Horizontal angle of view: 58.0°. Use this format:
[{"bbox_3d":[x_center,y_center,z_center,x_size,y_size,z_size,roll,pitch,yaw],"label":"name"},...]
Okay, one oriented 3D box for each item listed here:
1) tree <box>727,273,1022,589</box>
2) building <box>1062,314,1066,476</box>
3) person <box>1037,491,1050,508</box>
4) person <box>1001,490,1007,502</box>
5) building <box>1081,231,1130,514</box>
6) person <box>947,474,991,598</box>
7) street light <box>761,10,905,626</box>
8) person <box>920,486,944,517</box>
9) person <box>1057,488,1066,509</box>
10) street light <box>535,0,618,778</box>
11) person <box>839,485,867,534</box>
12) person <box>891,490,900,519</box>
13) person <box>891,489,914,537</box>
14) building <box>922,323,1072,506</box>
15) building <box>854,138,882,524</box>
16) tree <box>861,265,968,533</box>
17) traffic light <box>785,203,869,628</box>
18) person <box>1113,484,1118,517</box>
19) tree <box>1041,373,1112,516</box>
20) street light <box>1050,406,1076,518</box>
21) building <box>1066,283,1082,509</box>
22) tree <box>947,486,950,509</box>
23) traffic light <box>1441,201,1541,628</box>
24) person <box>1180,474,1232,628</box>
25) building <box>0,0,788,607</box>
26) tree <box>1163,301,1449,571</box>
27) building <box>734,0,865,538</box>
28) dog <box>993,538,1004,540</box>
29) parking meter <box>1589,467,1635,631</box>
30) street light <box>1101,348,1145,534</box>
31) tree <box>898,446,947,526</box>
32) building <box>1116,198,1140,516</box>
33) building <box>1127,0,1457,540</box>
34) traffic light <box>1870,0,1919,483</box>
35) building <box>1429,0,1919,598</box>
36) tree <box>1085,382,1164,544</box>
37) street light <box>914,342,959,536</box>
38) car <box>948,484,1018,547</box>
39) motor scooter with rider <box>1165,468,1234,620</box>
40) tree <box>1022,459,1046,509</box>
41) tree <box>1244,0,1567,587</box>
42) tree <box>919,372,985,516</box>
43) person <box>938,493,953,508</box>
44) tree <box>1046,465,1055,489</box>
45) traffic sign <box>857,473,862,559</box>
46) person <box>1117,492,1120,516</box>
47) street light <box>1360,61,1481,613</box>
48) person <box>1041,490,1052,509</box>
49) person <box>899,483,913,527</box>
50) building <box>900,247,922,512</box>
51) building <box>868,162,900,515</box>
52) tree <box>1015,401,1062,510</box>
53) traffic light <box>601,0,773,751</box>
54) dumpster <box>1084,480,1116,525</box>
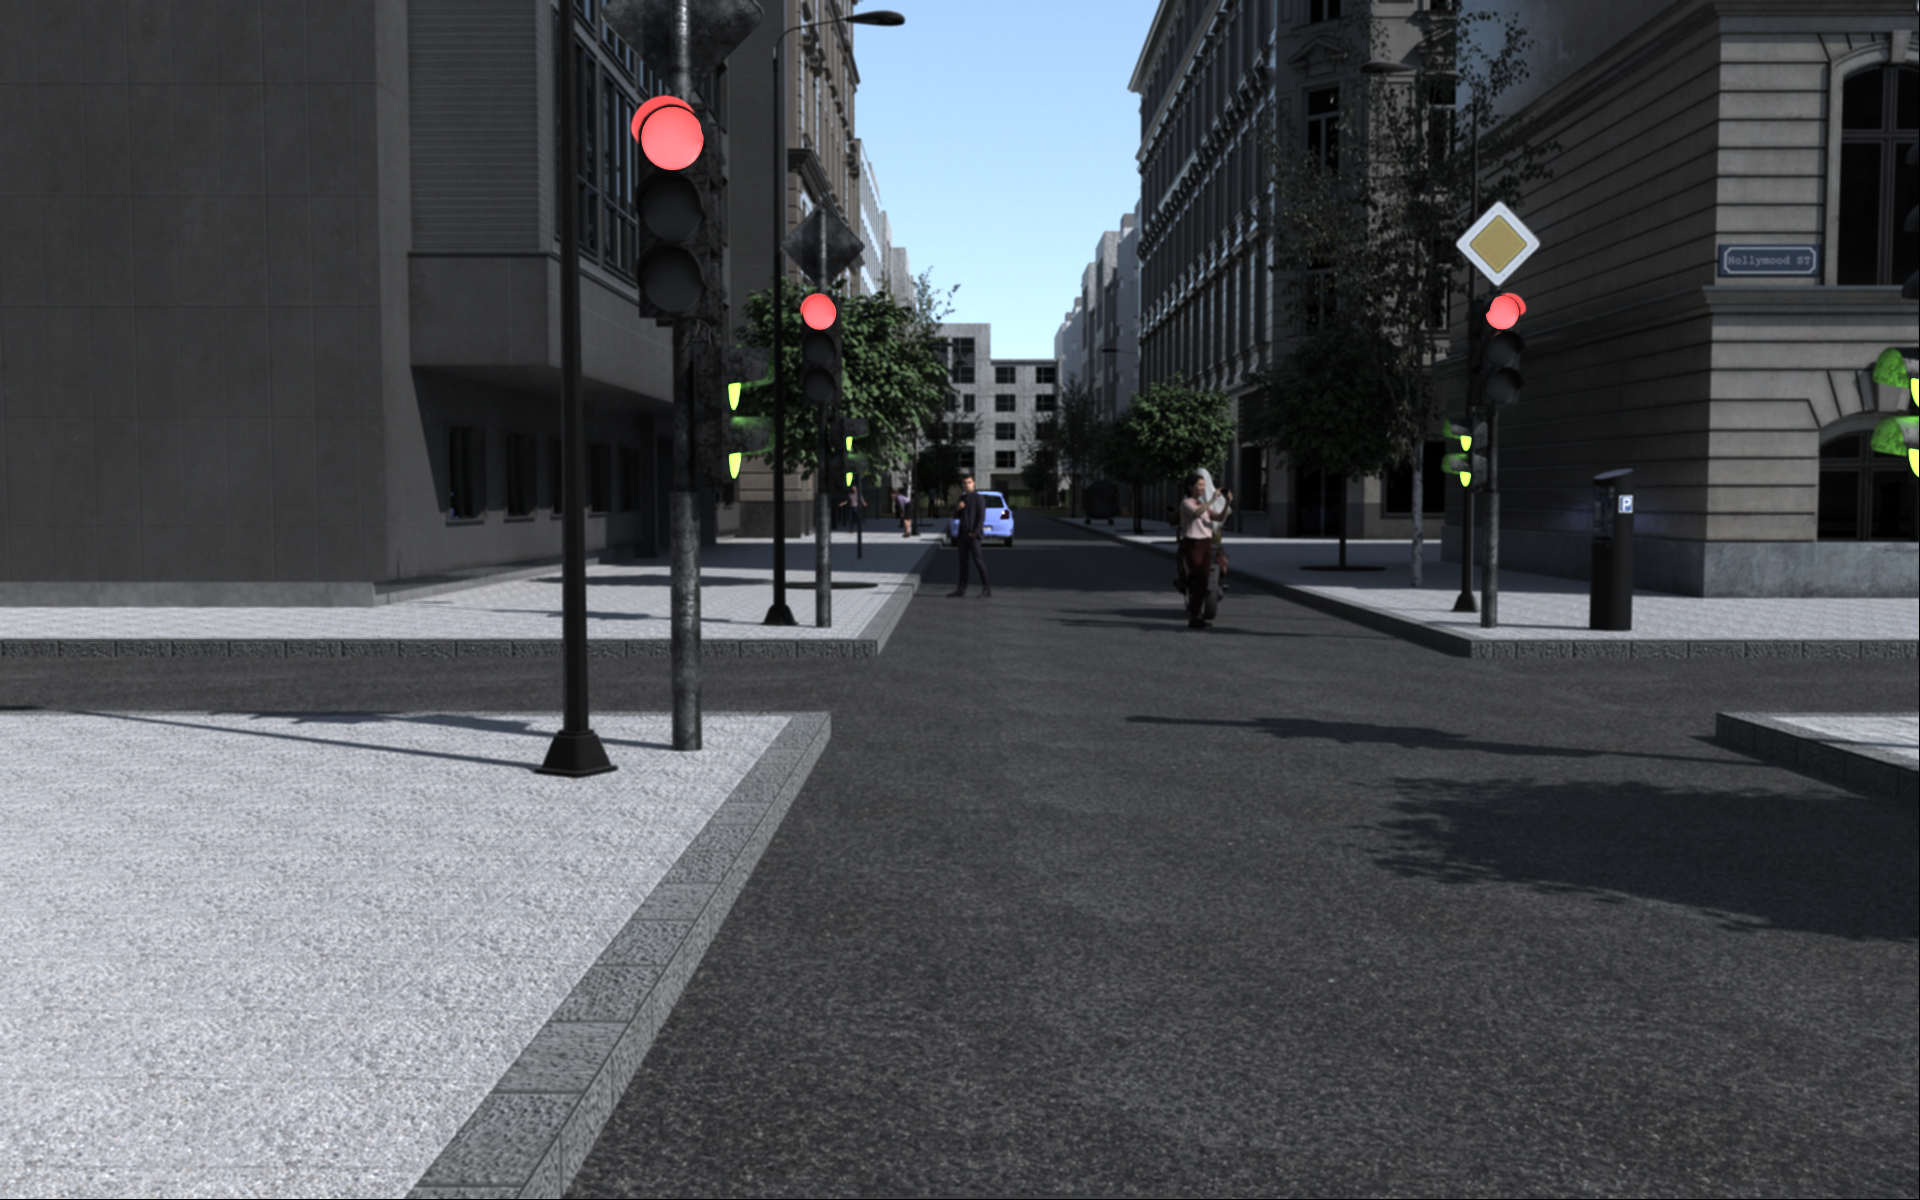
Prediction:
[{"bbox_3d":[-1.826,-2.452,23.808,4.285,4.588,4.351,0,3,0],"label":"tree"},{"bbox_3d":[17.494,-18.498,158.861,16.016,20.091,11.380,0,4,0],"label":"building"},{"bbox_3d":[7.652,-9.340,159.462,1.217,1.736,0.721,1,4,12],"label":"person"},{"bbox_3d":[2.805,-6.592,117.098,0.721,1.723,1.217,-2,4,-35],"label":"person"},{"bbox_3d":[18.116,-15.814,125.011,16.747,18.905,31.486,0,4,0],"label":"building"},{"bbox_3d":[0.131,-0.890,23.969,0.530,1.710,0.541,-2,4,-31],"label":"person"},{"bbox_3d":[-1.230,-2.708,16.814,1.470,5.913,1.316,0,4,0],"label":"street light"},{"bbox_3d":[-1.578,-5.564,97.007,1.348,1.826,0.705,0,4,-3],"label":"person"},{"bbox_3d":[8.944,-8.896,151.936,0.568,1.767,0.683,2,4,28],"label":"person"},{"bbox_3d":[-1.230,-2.157,7.812,1.470,5.913,1.316,0,4,0],"label":"street light"},{"bbox_3d":[-3.422,-2.937,56.023,0.963,1.587,0.435,0,4,8],"label":"person"},{"bbox_3d":[-3.329,-4.978,90.124,0.600,1.496,0.574,-2,4,-28],"label":"person"},{"bbox_3d":[-1.700,-2.566,51.225,0.697,1.427,0.421,0,4,-6],"label":"person"},{"bbox_3d":[10.549,-19.635,187.486,31.486,18.905,16.747,0,4,0],"label":"building"},{"bbox_3d":[-9.387,-13.948,82.806,10.420,20.320,16.860,0,4,0],"label":"building"},{"bbox_3d":[-1.708,-6.489,56.456,4.737,8.622,4.395,0,3,0],"label":"tree"},{"bbox_3d":[-1.296,-1.671,16.567,0.839,4.213,0.868,0,4,0],"label":"traffic light"},{"bbox_3d":[8.642,-5.556,96.902,0.705,1.822,1.348,-1,4,-8],"label":"person"},{"bbox_3d":[7.129,-9.304,102.482,4.737,8.622,4.395,0,3,0],"label":"tree"},{"bbox_3d":[5.474,-7.287,91.682,1.470,5.913,1.316,0,4,0],"label":"street light"},{"bbox_3d":[17.544,-17.745,146.549,16.016,20.091,11.380,0,4,0],"label":"building"},{"bbox_3d":[-1.520,-9.591,151.413,1.663,3.219,1.824,0,3,0],"label":"tree"},{"bbox_3d":[5.065,-1.669,16.538,0.839,4.213,0.868,0,4,0],"label":"traffic light"},{"bbox_3d":[2.637,-0.531,18.645,0.517,1.644,0.566,0,4,-4],"label":"person"},{"bbox_3d":[-11.858,-13.131,33.756,14.314,24.678,30.058,0,4,0],"label":"building"},{"bbox_3d":[6.575,-2.789,29.307,4.285,4.588,4.351,0,3,0],"label":"tree"},{"bbox_3d":[-10.180,-16.171,61.654,12.463,27.353,25.104,0,4,0],"label":"building"},{"bbox_3d":[1.342,-2.289,54.257,0.800,0.831,0.513,3,5,44],"label":"dog"},{"bbox_3d":[6.154,-0.485,16.343,0.372,1.533,0.369,0,3,0],"label":"parking meter"},{"bbox_3d":[5.200,-5.064,55.341,1.470,5.913,1.316,0,4,0],"label":"street light"},{"bbox_3d":[-1.584,-4.596,69.745,1.663,3.219,1.824,0,3,0],"label":"tree"},{"bbox_3d":[17.491,-15.074,102.881,16.016,20.091,11.380,0,4,0],"label":"building"},{"bbox_3d":[17.107,-17.895,68.998,17.030,29.872,44.131,0,4,0],"label":"building"},{"bbox_3d":[5.008,-1.181,8.553,0.839,4.213,0.868,0,4,0],"label":"traffic light"},{"bbox_3d":[26.115,-12.631,25.594,34.723,24.649,14.460,0,4,0],"label":"building"},{"bbox_3d":[5.661,-3.754,45.085,4.285,4.588,4.351,0,3,0],"label":"tree"},{"bbox_3d":[-0.841,-4.930,53.155,1.470,5.913,1.316,0,4,0],"label":"street light"},{"bbox_3d":[0.628,-2.356,48.118,1.945,1.707,3.694,0,4,2],"label":"car"},{"bbox_3d":[2.872,-0.696,20.352,0.876,1.779,1.986,0,4,0],"label":"motor scooter with rider"},{"bbox_3d":[6.891,-10.412,153.945,4.285,4.588,4.351,0,3,0],"label":"tree"},{"bbox_3d":[6.103,-4.493,23.829,4.360,8.622,3.978,0,3,0],"label":"tree"},{"bbox_3d":[-0.939,-9.266,101.853,4.360,8.622,3.978,0,3,0],"label":"tree"},{"bbox_3d":[-1.293,-9.019,153.645,1.348,1.807,0.705,0,4,3],"label":"person"},{"bbox_3d":[6.073,-4.618,59.219,4.285,4.588,4.351,0,3,0],"label":"tree"},{"bbox_3d":[-1.998,-2.096,34.369,0.768,2.556,0.104,0,4,8],"label":"traffic sign"},{"bbox_3d":[8.914,-5.665,99.589,0.530,1.710,0.541,-3,5,-44],"label":"person"},{"bbox_3d":[4.990,-2.826,18.741,1.470,5.913,1.316,0,4,0],"label":"street light"},{"bbox_3d":[7.246,-8.432,144.466,0.990,1.755,0.434,-1,4,-10],"label":"person"},{"bbox_3d":[-2.084,-3.669,66.855,0.655,1.722,0.431,0,4,-2],"label":"person"},{"bbox_3d":[-12.146,-16.733,140.043,16.747,18.905,31.486,0,4,0],"label":"building"},{"bbox_3d":[-12.977,-14.798,108.406,16.747,18.905,31.486,0,4,0],"label":"building"},{"bbox_3d":[6.650,-11.377,136.383,4.360,8.622,3.978,0,3,0],"label":"tree"},{"bbox_3d":[-1.353,-1.183,8.582,0.839,4.213,0.868,0,4,0],"label":"traffic light"},{"bbox_3d":[5.839,-4.063,72.186,1.264,1.857,1.865,0,4,0],"label":"dumpster"}]
